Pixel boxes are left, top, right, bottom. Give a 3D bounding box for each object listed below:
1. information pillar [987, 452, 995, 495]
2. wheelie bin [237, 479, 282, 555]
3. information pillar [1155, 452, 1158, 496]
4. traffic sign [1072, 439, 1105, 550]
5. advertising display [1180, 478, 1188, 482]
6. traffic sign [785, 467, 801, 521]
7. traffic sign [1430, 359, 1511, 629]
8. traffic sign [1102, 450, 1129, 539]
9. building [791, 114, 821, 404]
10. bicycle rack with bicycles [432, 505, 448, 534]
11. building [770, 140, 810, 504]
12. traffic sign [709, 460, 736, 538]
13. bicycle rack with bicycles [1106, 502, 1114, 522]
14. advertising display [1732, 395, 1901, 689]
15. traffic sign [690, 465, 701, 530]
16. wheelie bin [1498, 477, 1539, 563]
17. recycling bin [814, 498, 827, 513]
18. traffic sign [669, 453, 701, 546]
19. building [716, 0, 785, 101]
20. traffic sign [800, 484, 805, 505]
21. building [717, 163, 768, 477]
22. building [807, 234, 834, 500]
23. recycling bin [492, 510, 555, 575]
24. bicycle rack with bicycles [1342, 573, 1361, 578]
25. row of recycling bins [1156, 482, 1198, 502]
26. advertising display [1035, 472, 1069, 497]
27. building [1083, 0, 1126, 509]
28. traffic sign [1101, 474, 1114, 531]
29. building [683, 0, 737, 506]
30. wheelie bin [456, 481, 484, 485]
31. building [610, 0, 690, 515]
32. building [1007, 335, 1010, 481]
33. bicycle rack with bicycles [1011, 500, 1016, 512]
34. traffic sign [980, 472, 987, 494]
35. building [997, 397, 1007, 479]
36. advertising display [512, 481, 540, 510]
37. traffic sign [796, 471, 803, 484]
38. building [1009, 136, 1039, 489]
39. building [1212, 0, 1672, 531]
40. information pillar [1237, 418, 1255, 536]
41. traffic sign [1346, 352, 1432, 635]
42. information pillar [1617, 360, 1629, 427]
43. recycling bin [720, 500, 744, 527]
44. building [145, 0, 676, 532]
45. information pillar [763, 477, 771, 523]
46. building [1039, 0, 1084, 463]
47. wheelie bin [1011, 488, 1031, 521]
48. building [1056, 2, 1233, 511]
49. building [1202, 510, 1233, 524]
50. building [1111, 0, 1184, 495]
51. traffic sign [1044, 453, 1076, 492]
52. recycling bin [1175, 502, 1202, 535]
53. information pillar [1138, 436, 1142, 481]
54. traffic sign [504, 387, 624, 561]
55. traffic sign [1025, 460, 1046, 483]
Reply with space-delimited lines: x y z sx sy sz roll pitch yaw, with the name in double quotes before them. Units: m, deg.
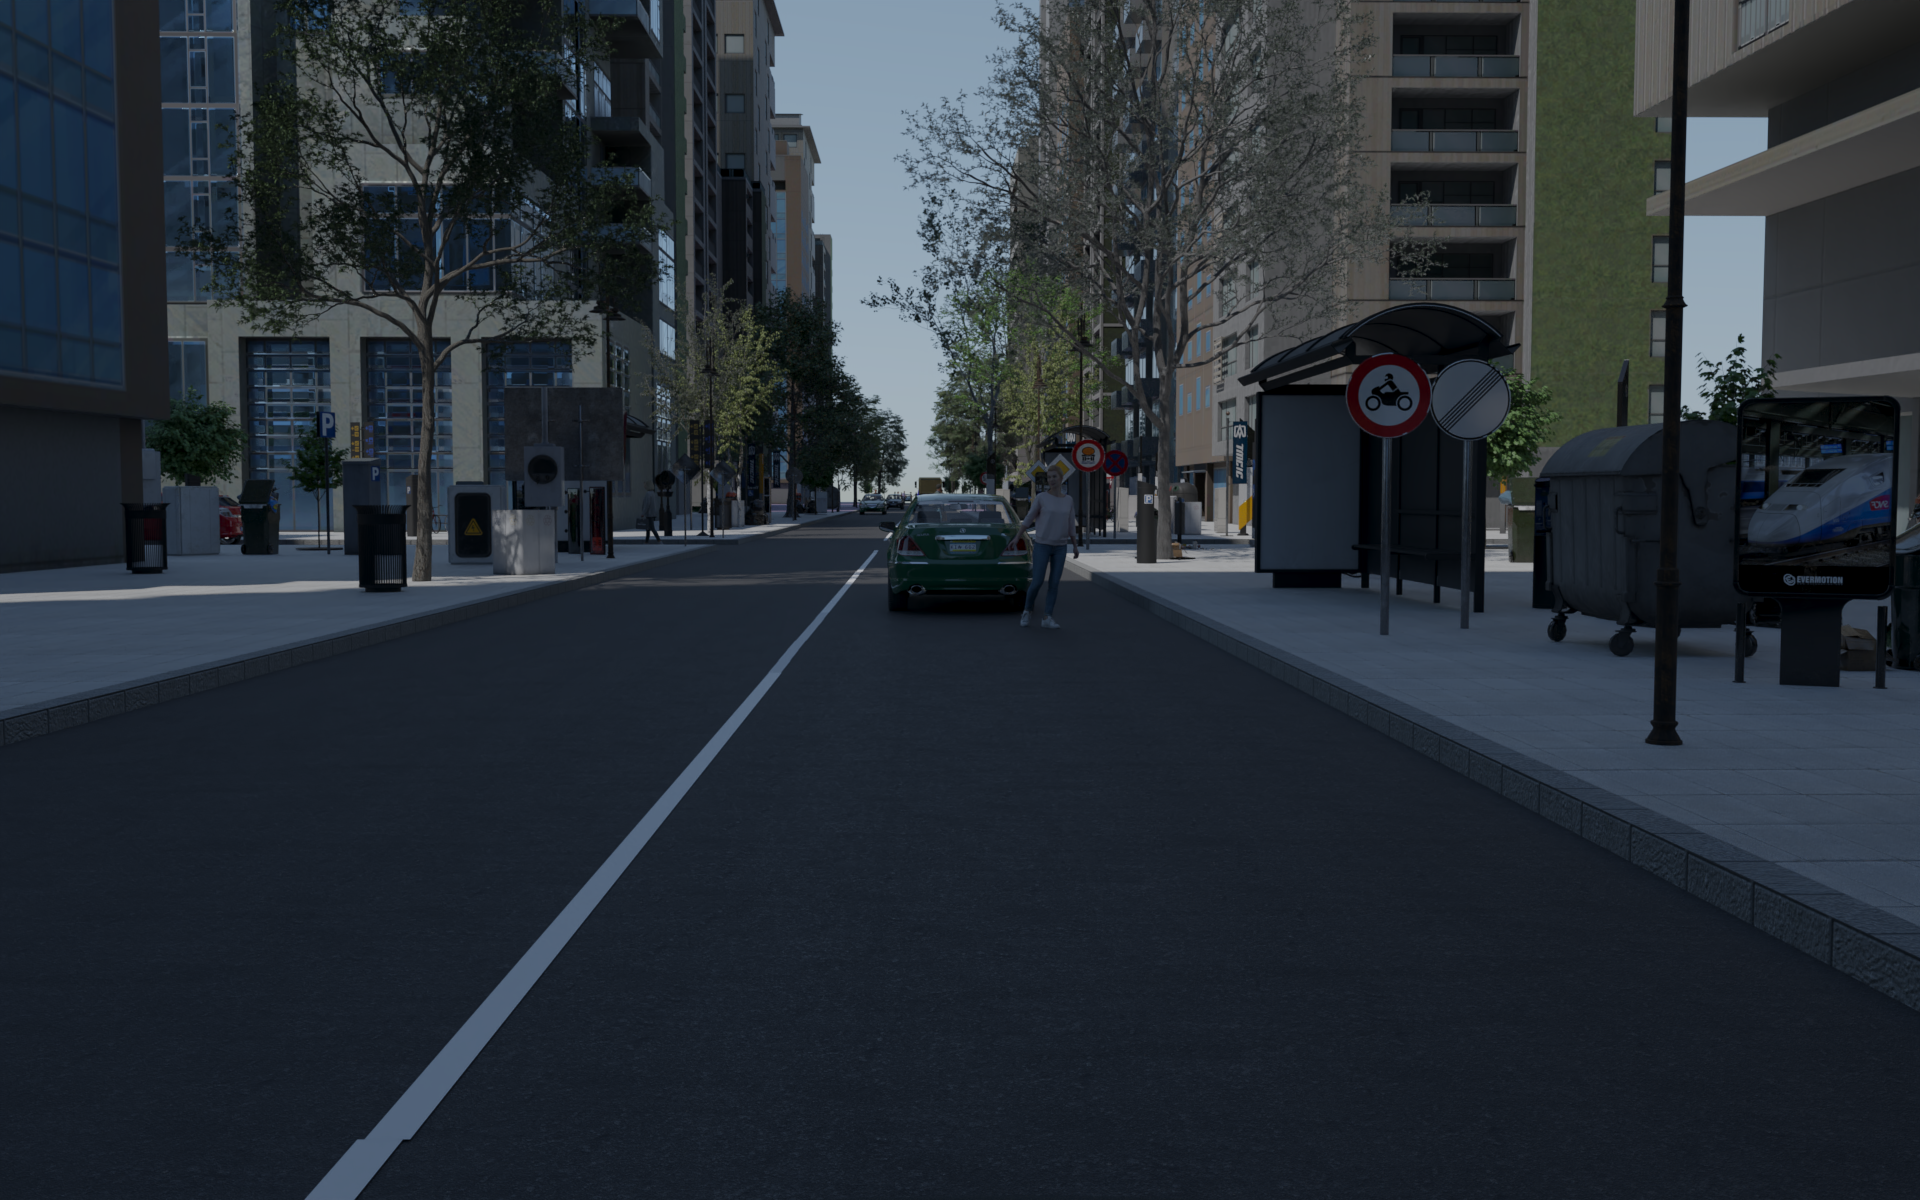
"information pillar" 1.705 -6.309 94.499 0.504 3.616 0.183 0 4 -4
"wheelie bin" -14.870 -1.766 36.774 0.980 1.594 0.693 0 4 6
"information pillar" 9.604 -5.599 82.900 0.504 3.616 0.183 1 4 18
"traffic sign" 2.950 -2.435 39.911 0.768 2.556 0.104 0 4 1
"advertising display" 8.965 -3.928 69.443 0.123 1.923 0.974 0 4 -3
"traffic sign" -7.932 -5.028 82.309 0.768 2.556 0.104 0 4 5
"traffic sign" 4.814 -0.999 16.442 0.768 2.556 0.104 0 4 0
"traffic sign" 4.462 -3.042 49.847 0.768 2.556 0.104 0 4 5
"building" -34.448 -40.023 243.609 28.713 52.752 27.495 0 4 -1
"bicycle rack with bicycles" -16.025 -2.621 56.229 2.852 0.926 2.925 -3 4 -39
"building" -26.806 -35.050 223.182 14.600 45.320 14.200 0 4 -1
"traffic sign" -6.898 -2.861 50.412 0.795 2.450 0.064 0 4 -1
"bicycle rack with bicycles" 6.347 -3.973 78.345 2.852 0.926 2.925 -3 4 -39
"advertising display" 5.693 -0.388 11.554 0.974 1.923 0.123 2 4 25
"traffic sign" -9.604 -3.773 61.801 0.768 2.556 0.104 0 4 4
"wheelie bin" 10.590 -1.503 32.480 0.980 1.594 0.693 0 4 7
"recycling bin" -9.356 -6.341 116.221 0.722 1.027 0.722 -1 4 -16
"traffic sign" -6.731 -2.372 42.429 0.795 2.450 0.064 0 4 -1
"building" -32.689 -35.705 173.009 28.713 52.752 27.495 0 4 -1
"traffic sign" -10.384 -7.070 115.695 0.768 2.556 0.104 0 4 7
"building" -24.681 -23.326 153.088 14.160 30.474 14.107 0 4 -1
"building" -26.808 -35.552 264.875 14.154 41.232 14.086 0 4 -1
"recycling bin" -6.986 -0.928 27.735 0.722 1.027 0.722 3 4 36
"bicycle rack with bicycles" 6.603 -0.833 27.003 2.925 0.926 2.852 1 4 13
"row of recycling bins" 7.819 -3.372 62.240 1.069 1.692 3.534 0 4 -5
"advertising display" 2.667 -2.763 50.386 0.974 1.923 0.123 0 4 -2
"building" 18.936 -42.885 139.425 20.563 71.187 20.611 0 4 -1
"traffic sign" 4.936 -3.695 60.420 0.884 2.594 0.081 0 4 3
"building" -27.438 -42.560 134.102 20.563 71.187 20.611 0 4 -1
"wheelie bin" -11.924 -2.089 42.060 0.980 1.594 0.693 -1 4 -15
"building" -24.111 -25.621 102.505 14.154 41.232 14.086 0 4 -1
"building" 13.680 -29.214 249.350 14.160 30.474 14.107 0 4 -1
"bicycle rack with bicycles" 3.128 -5.452 102.528 2.925 0.926 2.852 -1 4 -12
"traffic sign" 1.522 -6.028 98.662 0.768 2.556 0.104 0 4 4
"building" 20.186 -26.087 271.559 27.650 21.520 28.899 0 4 -1
"advertising display" -10.470 -2.241 41.858 0.123 1.923 0.974 1 4 23
"traffic sign" -8.267 -5.313 86.967 0.768 2.556 0.104 0 4 1
"building" 17.766 -37.094 230.191 21.300 48.544 21.600 0 4 -1
"building" 17.616 -23.334 65.100 14.086 41.232 14.154 0 4 -1
"information pillar" 8.819 -3.791 53.344 0.504 3.616 0.183 0 4 -3
"traffic sign" 3.868 -0.954 15.705 0.768 2.556 0.104 0 4 4
"information pillar" 11.496 -2.370 30.102 0.183 3.616 0.504 2 4 33
"recycling bin" -8.964 -3.395 68.062 0.722 1.027 0.722 2 4 35
"building" -23.401 -46.359 70.645 22.319 86.520 31.000 0 4 -1
"information pillar" -8.504 -4.403 76.474 0.304 2.012 0.304 0 4 5
"building" 18.636 -38.972 179.192 21.231 58.520 28.212 0 4 -1
"wheelie bin" 2.986 -4.656 84.031 0.980 1.594 0.693 0 4 7
"building" 16.236 -31.073 158.159 14.600 45.320 14.200 0 4 -1
"building" 18.024 -26.293 79.997 14.600 45.320 14.200 0 4 -1
"building" 21.641 -30.008 110.236 23.786 49.044 30.456 0 4 -1
"traffic sign" 2.461 -2.383 42.599 0.795 2.450 0.064 0 4 -1
"recycling bin" 7.190 -2.569 54.550 0.722 1.027 0.722 0 4 -3
"information pillar" 7.239 -4.789 69.656 0.183 3.616 0.504 0 4 -4
"traffic sign" -7.552 -2.396 33.045 2.265 3.308 0.079 0 3 0
"traffic sign" 2.295 -2.871 50.583 0.795 2.450 0.064 0 4 -1
